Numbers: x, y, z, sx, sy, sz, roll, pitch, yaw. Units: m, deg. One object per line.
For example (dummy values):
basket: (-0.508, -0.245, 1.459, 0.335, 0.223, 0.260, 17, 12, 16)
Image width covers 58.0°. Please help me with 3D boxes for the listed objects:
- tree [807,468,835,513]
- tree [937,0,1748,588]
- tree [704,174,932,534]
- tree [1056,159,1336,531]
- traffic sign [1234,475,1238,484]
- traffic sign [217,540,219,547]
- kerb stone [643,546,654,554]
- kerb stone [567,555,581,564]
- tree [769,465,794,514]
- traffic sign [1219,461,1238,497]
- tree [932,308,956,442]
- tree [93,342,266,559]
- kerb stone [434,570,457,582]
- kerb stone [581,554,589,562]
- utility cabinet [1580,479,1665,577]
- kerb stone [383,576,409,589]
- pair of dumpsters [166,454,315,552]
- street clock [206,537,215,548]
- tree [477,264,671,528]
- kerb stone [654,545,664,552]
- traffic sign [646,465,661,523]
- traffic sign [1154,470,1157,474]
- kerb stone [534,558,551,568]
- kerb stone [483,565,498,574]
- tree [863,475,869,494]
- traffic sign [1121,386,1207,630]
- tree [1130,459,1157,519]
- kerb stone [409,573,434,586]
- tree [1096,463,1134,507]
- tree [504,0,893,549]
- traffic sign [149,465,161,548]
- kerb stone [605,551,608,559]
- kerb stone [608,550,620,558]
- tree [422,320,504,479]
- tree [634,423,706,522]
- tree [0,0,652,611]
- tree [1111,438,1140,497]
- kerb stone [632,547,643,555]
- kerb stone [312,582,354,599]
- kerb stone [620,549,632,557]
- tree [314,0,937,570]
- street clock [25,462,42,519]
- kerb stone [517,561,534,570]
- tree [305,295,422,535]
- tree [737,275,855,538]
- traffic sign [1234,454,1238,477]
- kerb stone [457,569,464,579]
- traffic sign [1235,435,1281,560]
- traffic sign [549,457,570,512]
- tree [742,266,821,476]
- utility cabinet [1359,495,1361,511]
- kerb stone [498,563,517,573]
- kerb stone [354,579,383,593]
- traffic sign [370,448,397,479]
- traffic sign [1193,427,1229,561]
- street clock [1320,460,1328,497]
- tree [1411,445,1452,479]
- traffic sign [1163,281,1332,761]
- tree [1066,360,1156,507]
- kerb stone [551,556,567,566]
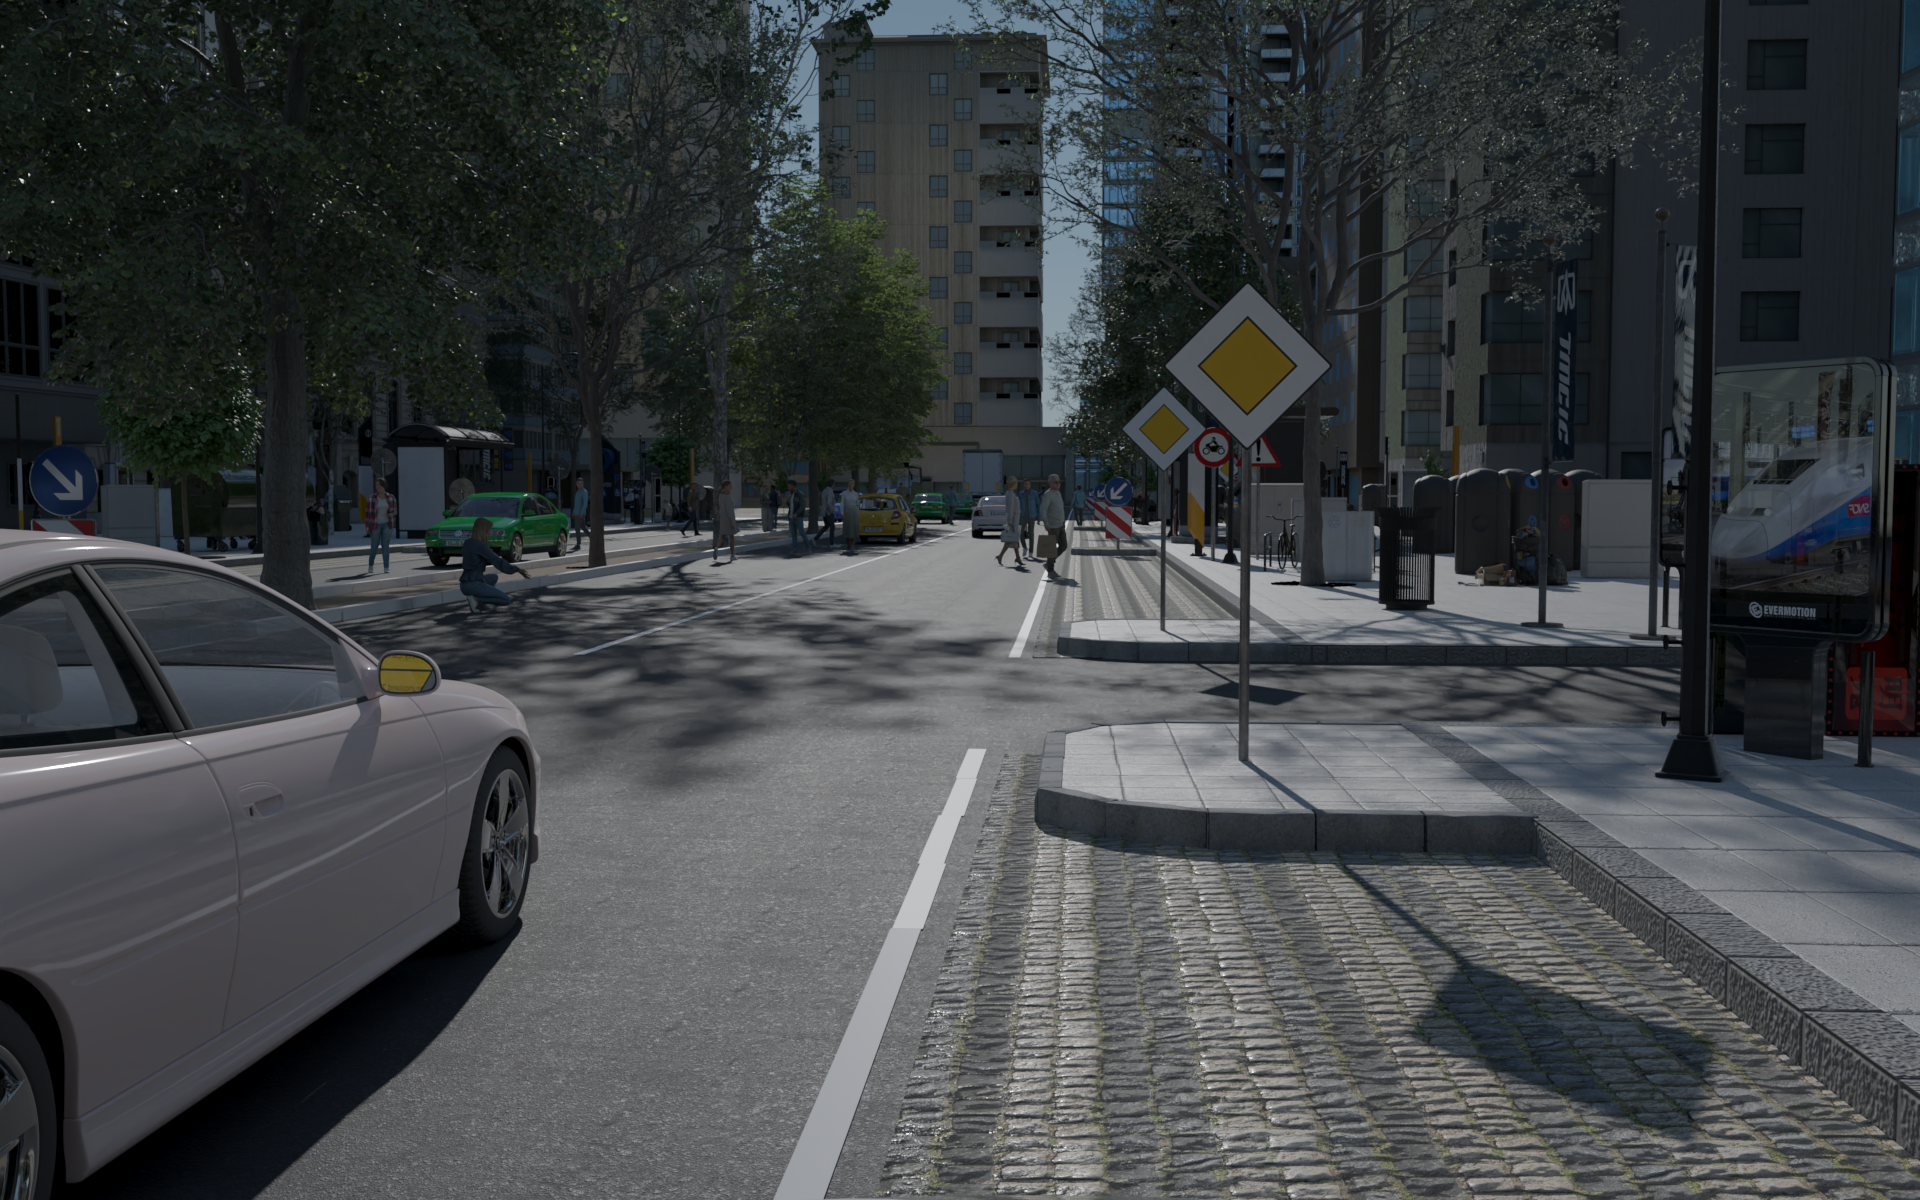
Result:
tree: (-9.969, -7.613, 119.068, 1.663, 3.219, 1.824, 0, 3, 0)
tree: (4.805, -6.936, 23.776, 12.009, 13.543, 11.850, 0, 3, 0)
tree: (-5.300, -8.628, 61.646, 7.486, 12.596, 7.792, 0, 3, 0)
tree: (8.106, -8.714, 59.488, 9.611, 12.733, 9.660, 0, 3, 0)
traffic sign: (11.246, -4.317, 70.587, 0.884, 2.594, 0.081, 1, 4, 10)
traffic sign: (-17.966, -2.558, 41.927, 0.768, 2.556, 0.104, 0, 4, 5)
kerb stone: (-7.608, -1.191, 41.686, 0.120, 0.150, 1.000, 0, 4, 4)
kerb stone: (-8.036, -0.816, 35.548, 0.120, 0.150, 1.000, 0, 4, 4)
tree: (-11.319, -7.052, 109.906, 1.663, 3.219, 1.824, 0, 3, 0)
traffic sign: (8.227, -3.193, 53.388, 0.795, 2.450, 0.064, 1, 4, 10)
tree: (-4.390, -9.220, 71.332, 7.486, 12.596, 7.792, 0, 3, 0)
tree: (-15.390, -3.098, 34.372, 4.285, 4.588, 4.351, 0, 3, 0)
kerb stone: (-8.523, -0.378, 28.381, 0.120, 0.150, 1.000, 0, 4, 4)
kerb stone: (-7.964, -0.879, 36.571, 0.120, 0.150, 1.000, 0, 4, 4)
utility cabinet: (10.105, -1.084, 26.398, 1.173, 1.500, 0.318, 0, 4, 0)
kerb stone: (-8.665, -0.248, 26.333, 0.120, 0.150, 1.000, 0, 4, 4)
pair of dumpsters: (-16.622, -2.300, 40.103, 1.574, 2.255, 4.437, 0, 4, 4)
street clock: (-17.799, -2.237, 41.144, 0.358, 2.002, 0.471, -3, 5, -40)
tree: (-14.543, -7.930, 64.061, 8.767, 10.594, 7.601, 1, 4, 18)
kerb stone: (-7.547, -1.255, 42.707, 0.120, 0.150, 1.000, 0, 4, 4)
traffic sign: (-13.627, -4.682, 76.656, 0.768, 2.556, 0.104, 1, 4, 10)
traffic sign: (10.299, -5.508, 90.163, 0.768, 2.556, 0.104, 1, 4, 12)
kerb stone: (-8.172, -0.691, 33.500, 0.120, 0.150, 1.000, 0, 4, 4)
kerb stone: (-8.381, -0.504, 30.429, 0.120, 0.150, 1.000, 0, 4, 4)
tree: (-7.717, -9.656, 152.474, 1.663, 3.219, 1.824, 0, 3, 0)
traffic sign: (1.906, -0.771, 16.246, 0.795, 2.450, 0.064, 0, 4, 4)
tree: (9.598, -5.670, 87.306, 1.663, 3.219, 1.824, 0, 3, 0)
kerb stone: (-8.589, -0.316, 27.354, 0.120, 0.150, 1.000, 0, 4, 4)
tree: (13.763, -10.339, 152.764, 4.285, 4.588, 4.351, 0, 3, 0)
tree: (-7.374, -11.438, 45.359, 12.611, 20.169, 13.585, 0, 3, 0)
traffic sign: (-16.955, -2.229, 36.548, 0.768, 2.556, 0.104, 1, 4, 13)
kerb stone: (-7.900, -0.942, 37.598, 0.120, 0.150, 1.000, 0, 4, 4)
kerb stone: (-7.820, -1.004, 38.617, 0.120, 0.150, 1.000, 0, 4, 4)
tree: (-21.060, -7.477, 72.615, 4.360, 8.622, 3.978, 0, 3, 0)
tree: (-13.312, -5.909, 80.321, 4.285, 4.588, 4.351, 0, 3, 0)
tree: (-8.008, -6.795, 20.208, 9.857, 13.997, 8.962, 0, 3, 0)
tree: (11.075, -9.843, 111.292, 4.360, 8.622, 3.978, 0, 3, 0)
kerb stone: (-7.679, -1.129, 40.657, 0.120, 0.150, 1.000, 0, 4, 4)
kerb stone: (-8.798, -0.128, 24.288, 0.120, 0.150, 1.000, 0, 4, 4)
kerb stone: (-7.756, -1.067, 39.637, 0.120, 0.150, 1.000, 0, 4, 4)
tree: (-6.892, -7.318, 32.476, 12.009, 13.543, 11.850, 0, 3, 0)
street clock: (-20.726, -2.098, 38.870, 0.471, 2.002, 0.358, 2, 4, 32)
kerb stone: (-8.248, -0.620, 32.476, 0.120, 0.150, 1.000, 0, 4, 4)
tree: (-19.585, -6.334, 53.915, 4.360, 8.622, 3.978, 0, 3, 0)
tree: (-5.432, -6.287, 55.616, 4.360, 8.622, 3.978, 0, 3, 0)
traffic sign: (8.335, -3.270, 53.567, 0.768, 2.556, 0.104, 0, 4, 5)
kerb stone: (-8.447, -0.441, 29.405, 0.120, 0.150, 1.000, 0, 4, 4)
traffic sign: (5.803, -2.062, 33.711, 0.884, 2.594, 0.081, 1, 4, 12)
traffic sign: (-13.891, -3.664, 60.018, 0.768, 2.556, 0.104, 1, 4, 9)
tree: (-12.371, -11.315, 91.655, 9.857, 13.997, 8.962, 0, 3, 0)
utility cabinet: (19.302, -4.333, 82.012, 1.020, 1.237, 0.306, -3, 5, -41)
kerb stone: (-8.311, -0.566, 31.455, 0.120, 0.150, 1.000, 0, 4, 4)
kerb stone: (-8.729, -0.191, 25.311, 0.120, 0.150, 1.000, 0, 4, 4)
traffic sign: (-16.018, -2.936, 48.104, 0.768, 2.556, 0.104, 0, 4, 6)
traffic sign: (4.838, -2.015, 33.057, 0.768, 2.556, 0.104, 1, 4, 12)
street clock: (7.542, -1.973, 36.821, 0.358, 2.002, 0.471, -2, 4, -25)
tree: (18.590, -4.533, 68.718, 1.663, 3.219, 1.824, 0, 3, 0)
traffic sign: (1.362, -0.284, 8.280, 0.795, 2.450, 0.064, 0, 4, 4)
tree: (9.912, -10.029, 98.394, 7.601, 10.594, 8.767, 2, 4, 23)
kerb stone: (-8.096, -0.754, 34.528, 0.120, 0.150, 1.000, 0, 4, 4)
